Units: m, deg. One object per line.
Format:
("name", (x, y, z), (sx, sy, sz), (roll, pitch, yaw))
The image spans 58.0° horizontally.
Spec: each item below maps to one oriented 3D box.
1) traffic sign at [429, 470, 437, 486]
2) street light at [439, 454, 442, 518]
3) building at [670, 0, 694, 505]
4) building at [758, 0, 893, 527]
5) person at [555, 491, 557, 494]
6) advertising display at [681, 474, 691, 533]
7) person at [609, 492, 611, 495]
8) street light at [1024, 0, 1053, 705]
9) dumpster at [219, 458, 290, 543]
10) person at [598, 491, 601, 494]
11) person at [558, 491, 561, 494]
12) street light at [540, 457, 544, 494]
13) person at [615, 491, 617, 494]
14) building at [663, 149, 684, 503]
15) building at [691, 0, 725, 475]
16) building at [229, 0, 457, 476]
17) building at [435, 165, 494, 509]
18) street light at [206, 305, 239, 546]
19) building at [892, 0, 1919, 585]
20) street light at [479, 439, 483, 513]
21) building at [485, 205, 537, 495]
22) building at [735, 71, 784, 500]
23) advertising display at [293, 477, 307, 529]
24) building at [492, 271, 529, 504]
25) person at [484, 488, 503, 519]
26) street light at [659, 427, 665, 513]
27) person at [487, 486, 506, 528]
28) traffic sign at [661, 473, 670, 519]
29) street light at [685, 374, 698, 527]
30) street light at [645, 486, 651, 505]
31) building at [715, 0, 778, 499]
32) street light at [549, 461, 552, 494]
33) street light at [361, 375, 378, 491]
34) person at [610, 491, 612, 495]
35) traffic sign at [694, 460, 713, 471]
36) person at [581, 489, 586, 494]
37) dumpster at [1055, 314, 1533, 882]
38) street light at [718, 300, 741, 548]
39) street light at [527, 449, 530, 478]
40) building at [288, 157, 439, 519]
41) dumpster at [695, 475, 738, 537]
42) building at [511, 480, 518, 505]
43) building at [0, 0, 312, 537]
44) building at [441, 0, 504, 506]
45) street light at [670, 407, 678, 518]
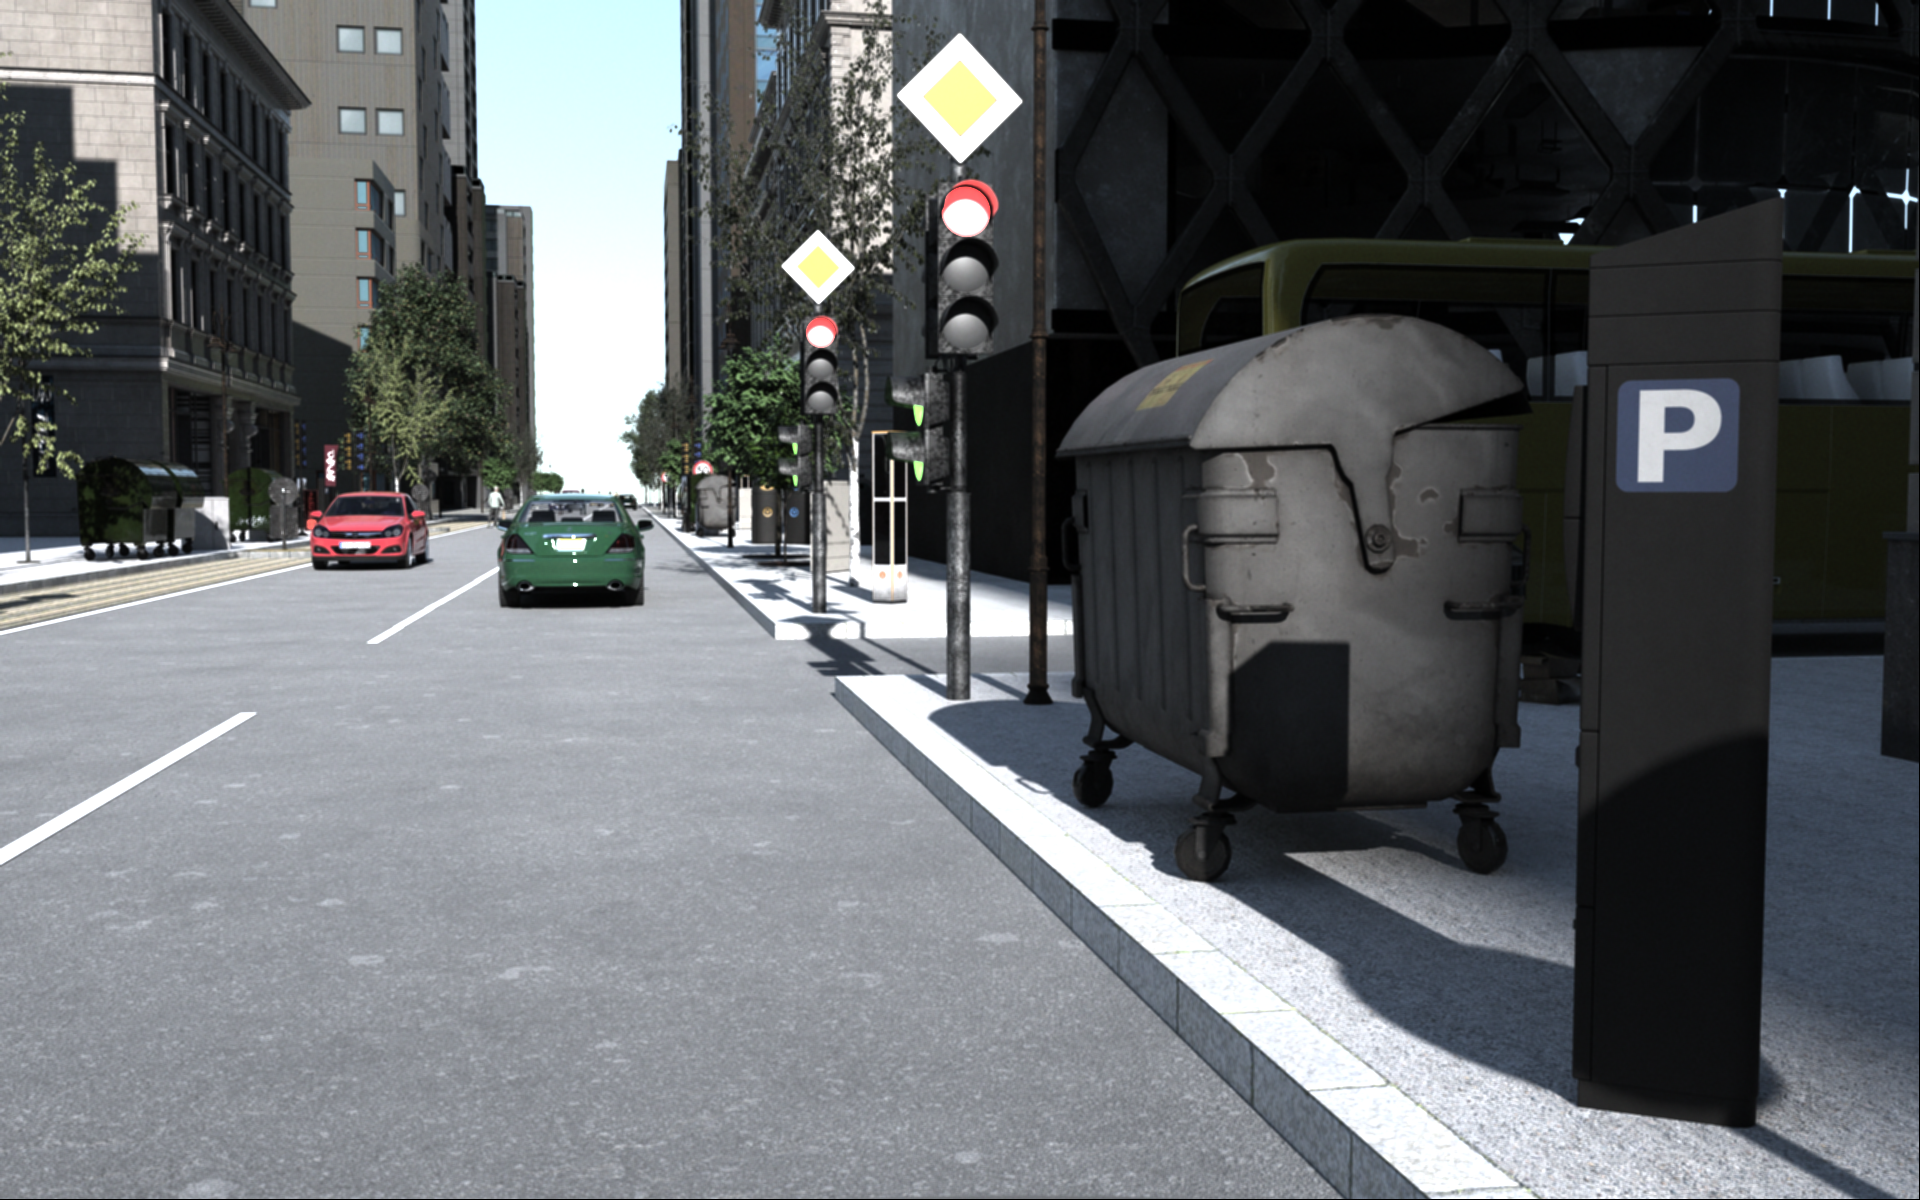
("traffic sign", (-27.719, -5.525, 90.438), (0.768, 2.556, 0.104), (0, 4, -2))
("street light", (-27.582, -7.277, 91.762), (0.468, 5.910, 1.993), (-1, 4, -11))
("building", (-26.717, -47.759, 219.106), (20.563, 71.187, 20.611), (-1, 4, -11))
("building", (-0.763, -14.183, 60.763), (11.050, 23.489, 19.941), (-1, 4, -11))
("person", (-43.040, -10.736, 184.713), (0.721, 1.739, 1.217), (3, 5, 45))
("advertising display", (-9.087, -3.193, 57.424), (0.123, 1.923, 0.974), (-1, 4, -21))
("person", (-39.854, -11.521, 197.659), (1.217, 1.735, 0.721), (3, 5, 44))
("street light", (0.479, -2.303, 10.443), (0.468, 5.910, 1.993), (-1, 4, -11))
("dumpster", (-18.850, -2.681, 46.327), (1.502, 2.255, 1.985), (-1, 4, -11))
("person", (-40.755, -11.436, 195.482), (1.348, 1.823, 0.705), (3, 5, 40))
("person", (-27.703, -6.726, 119.938), (0.415, 1.643, 0.593), (0, 4, -2))
("street light", (-48.194, -13.866, 199.498), (0.468, 5.910, 1.993), (-1, 4, -11))
("person", (-47.029, -13.969, 236.980), (0.705, 1.812, 1.348), (-1, 4, -10))
("building", (-29.974, -37.732, 240.623), (21.300, 48.544, 21.600), (-1, 4, -11))
("building", (-9.237, -35.844, 128.045), (21.231, 58.520, 28.212), (-1, 4, -11))
("building", (-52.527, -32.945, 127.889), (28.713, 52.752, 27.495), (-1, 4, -11))
("building", (-48.843, -23.181, 150.708), (14.160, 30.474, 14.107), (-1, 4, -11))
("street light", (-18.011, -4.260, 42.435), (0.468, 5.910, 1.993), (-1, 4, -11))
("building", (8.334, -9.971, 30.480), (16.811, 18.784, 16.820), (-1, 4, -11))
("street light", (-32.293, -8.814, 116.900), (0.468, 5.910, 1.993), (-1, 4, -11))
("building", (-65.888, -33.890, 237.702), (14.154, 41.232, 14.086), (-1, 4, -11))
("building", (-3.279, -14.733, 82.687), (13.314, 21.916, 24.055), (-1, 4, -11))
("advertising display", (-24.468, -3.613, 64.290), (0.123, 1.923, 0.974), (0, 4, 2))
("building", (-63.623, -27.672, 224.137), (14.160, 30.474, 14.107), (-1, 4, -11))
("person", (-26.811, -5.585, 99.816), (0.705, 1.824, 1.348), (3, 5, 39))
("street light", (-20.020, -8.820, 116.992), (0.468, 5.910, 1.993), (-1, 4, -11))
("person", (-19.578, -3.929, 73.222), (0.782, 1.767, 0.515), (0, 4, 6))
("traffic sign", (-15.258, -5.544, 90.756), (0.768, 2.556, 0.104), (0, 4, -6))
("street light", (-10.370, -5.763, 67.020), (0.468, 5.910, 1.993), (-1, 4, -11))
("street light", (-40.353, -15.283, 222.657), (0.468, 5.910, 1.993), (-1, 4, -11))
("building", (-7.647, -27.919, 106.580), (14.600, 45.320, 14.200), (-1, 4, -11))
("street light", (-53.303, -15.449, 225.375), (0.468, 5.910, 1.993), (-1, 4, -11))
("street light", (-22.925, -5.782, 67.329), (0.468, 5.910, 1.993), (-1, 4, -11))
("person", (-49.161, -14.378, 243.657), (0.705, 1.814, 1.350), (0, 4, 4))
("traffic sign", (-9.702, -3.996, 65.440), (0.768, 2.556, 0.104), (0, 4, -2))
("person", (-25.819, -6.736, 118.648), (1.348, 1.822, 0.705), (0, 3, 0))
("dumpster", (1.177, -0.043, 6.457), (1.264, 1.857, 1.865), (-1, 4, -11))
("street light", (-5.510, -4.196, 41.386), (0.468, 5.910, 1.993), (-1, 4, -11))
("street light", (-43.396, -12.326, 174.325), (0.468, 5.910, 1.993), (-1, 4, -11))
("building", (-46.569, -15.675, 101.326), (27.650, 21.520, 28.899), (-1, 4, -11))
("dumpster", (-7.330, -2.842, 52.220), (1.264, 1.857, 1.865), (-1, 4, -11))
("building", (-69.229, -31.286, 203.407), (32.217, 40.220, 23.993), (-1, 4, -11))
("building", (-28.565, -12.316, 52.276), (10.553, 20.767, 40.483), (-1, 4, -11))
("building", (-59.112, -45.447, 181.312), (20.563, 71.187, 20.611), (-1, 4, -11))
("street light", (-15.187, -7.298, 92.108), (0.468, 5.910, 1.993), (-1, 4, -11))
